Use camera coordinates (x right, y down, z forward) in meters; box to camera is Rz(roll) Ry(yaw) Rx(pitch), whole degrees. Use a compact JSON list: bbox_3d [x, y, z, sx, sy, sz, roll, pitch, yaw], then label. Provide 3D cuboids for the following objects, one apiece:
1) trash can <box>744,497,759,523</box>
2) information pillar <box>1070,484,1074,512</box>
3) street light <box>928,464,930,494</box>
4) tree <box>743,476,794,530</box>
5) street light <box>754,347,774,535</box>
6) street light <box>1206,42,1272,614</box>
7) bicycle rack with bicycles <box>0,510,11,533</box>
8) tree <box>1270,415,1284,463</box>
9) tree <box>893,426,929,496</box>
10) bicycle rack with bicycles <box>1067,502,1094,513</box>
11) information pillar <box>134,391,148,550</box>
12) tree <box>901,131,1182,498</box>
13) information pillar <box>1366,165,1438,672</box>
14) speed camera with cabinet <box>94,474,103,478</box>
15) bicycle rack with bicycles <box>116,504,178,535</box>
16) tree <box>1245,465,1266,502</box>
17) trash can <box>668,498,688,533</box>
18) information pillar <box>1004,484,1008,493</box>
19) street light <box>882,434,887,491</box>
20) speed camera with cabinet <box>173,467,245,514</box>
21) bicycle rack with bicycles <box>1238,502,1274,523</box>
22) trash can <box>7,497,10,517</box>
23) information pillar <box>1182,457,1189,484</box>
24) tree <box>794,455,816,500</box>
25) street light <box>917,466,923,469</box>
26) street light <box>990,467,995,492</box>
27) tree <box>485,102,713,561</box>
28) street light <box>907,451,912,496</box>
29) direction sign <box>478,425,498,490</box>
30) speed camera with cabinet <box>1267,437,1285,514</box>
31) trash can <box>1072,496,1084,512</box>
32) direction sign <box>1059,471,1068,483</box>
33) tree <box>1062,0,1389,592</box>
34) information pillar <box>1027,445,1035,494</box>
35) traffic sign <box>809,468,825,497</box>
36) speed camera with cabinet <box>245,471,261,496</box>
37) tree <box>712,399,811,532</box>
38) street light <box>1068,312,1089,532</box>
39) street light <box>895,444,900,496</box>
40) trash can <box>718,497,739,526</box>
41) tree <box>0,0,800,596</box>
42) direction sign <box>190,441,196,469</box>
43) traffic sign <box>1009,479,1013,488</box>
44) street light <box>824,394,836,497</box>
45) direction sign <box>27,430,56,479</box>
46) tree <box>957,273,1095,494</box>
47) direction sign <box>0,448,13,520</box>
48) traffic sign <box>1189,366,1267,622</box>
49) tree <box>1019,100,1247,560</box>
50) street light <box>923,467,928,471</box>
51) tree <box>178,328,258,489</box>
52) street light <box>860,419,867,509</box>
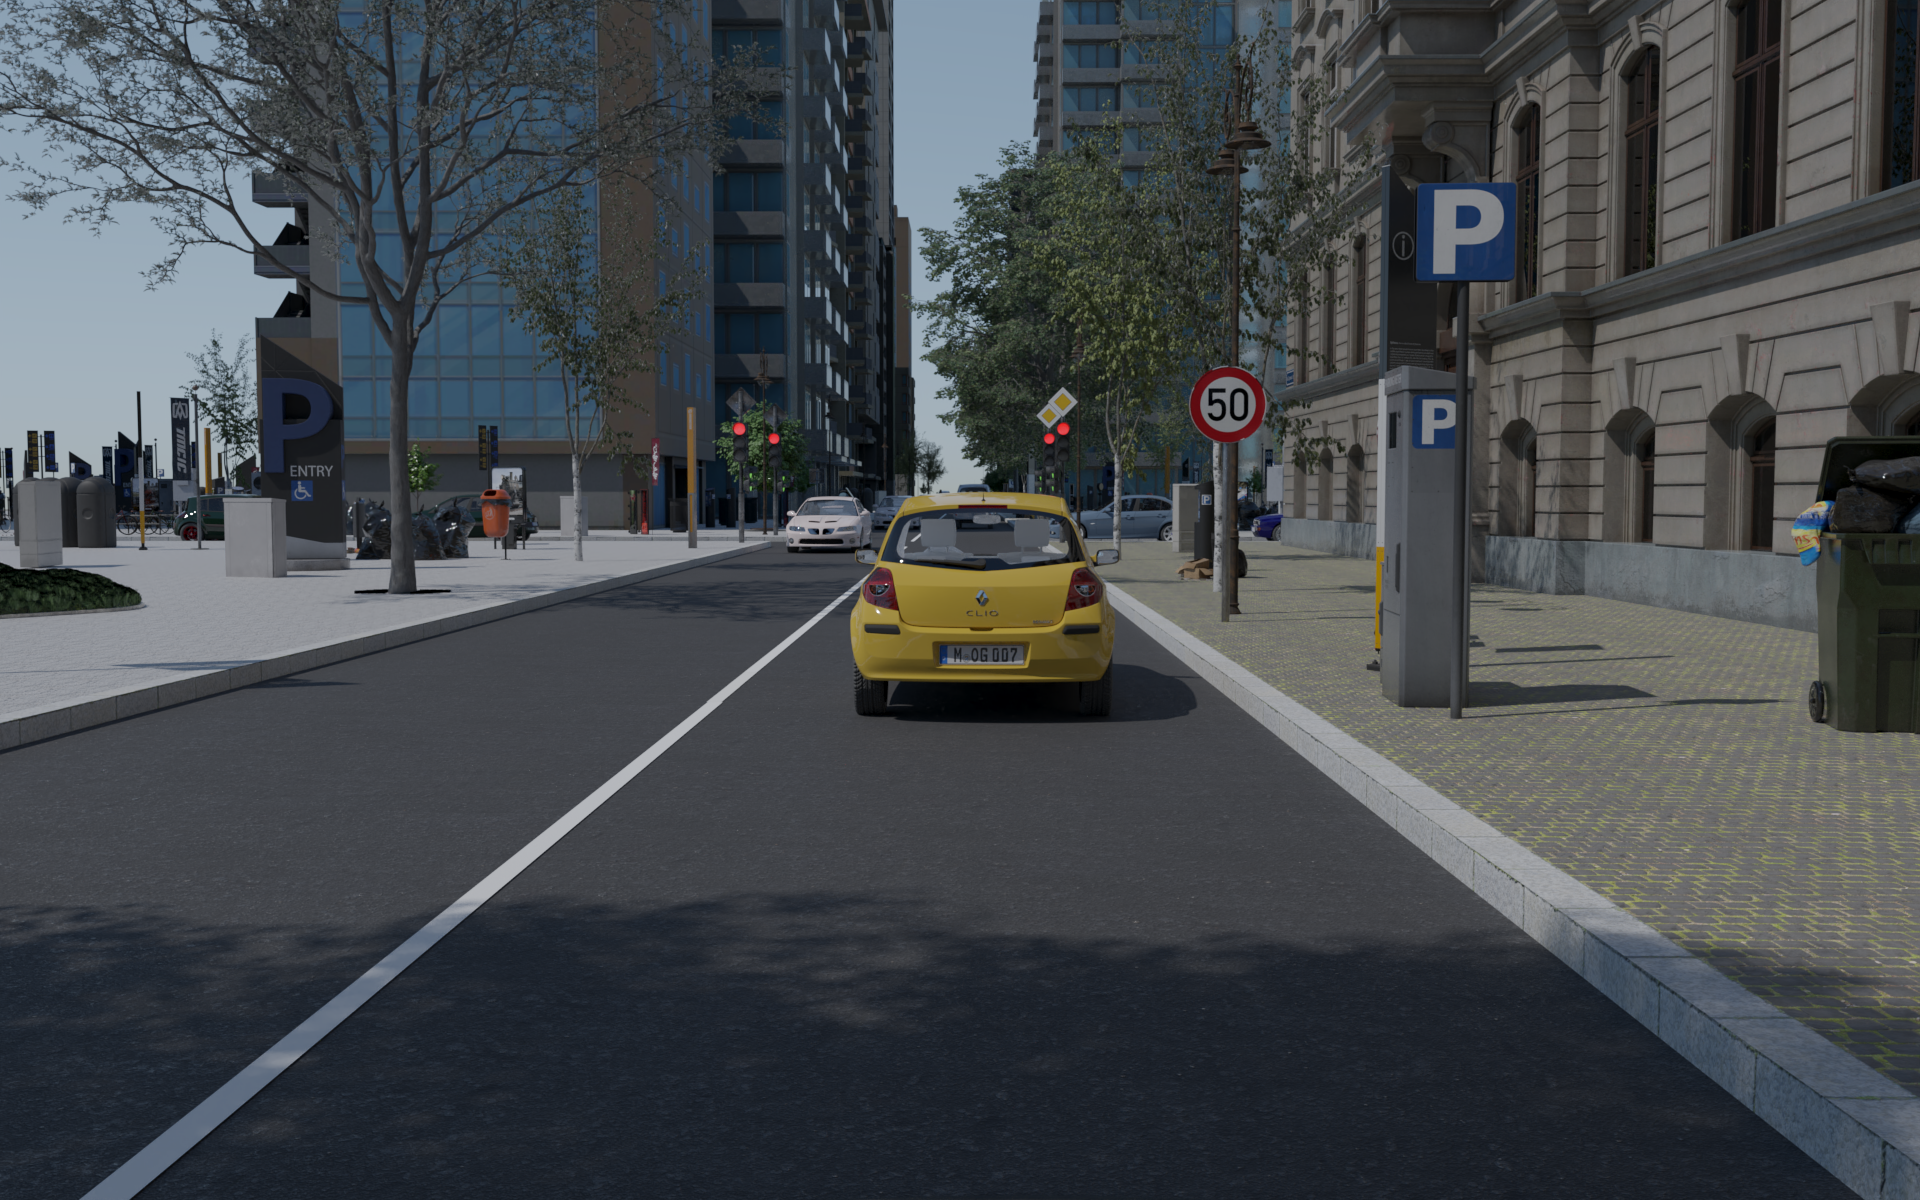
[{"bbox_3d":[-9.194,-3.931,75.931,0.748,1.137,0.748,0,3,0],"label":"trash can"},{"bbox_3d":[8.064,-7.363,124.882,0.304,2.012,0.304,1,4,8],"label":"information pillar"},{"bbox_3d":[-4.828,-17.887,265.241,0.468,5.910,1.993,0,4,0],"label":"street light"},{"bbox_3d":[-7.076,-4.152,62.488,1.663,3.219,1.824,0,3,0],"label":"tree"},{"bbox_3d":[-6.147,-4.994,54.436,0.468,5.910,1.993,0,4,0],"label":"street light"},{"bbox_3d":[2.920,-2.787,18.354,0.468,5.910,1.993,0,4,0],"label":"street light"},{"bbox_3d":[-31.100,-2.682,57.237,2.852,0.926,2.925,0,4,-7],"label":"bicycle rack with bicycles"},{"bbox_3d":[23.947,-10.570,123.183,4.737,8.622,4.395,0,3,0],"label":"tree"},{"bbox_3d":[-5.361,-14.518,187.739,4.360,8.622,3.978,0,3,0],"label":"tree"},{"bbox_3d":[4.819,-3.829,75.993,2.925,0.926,2.852,0,4,-2],"label":"bicycle rack with bicycles"},{"bbox_3d":[-18.747,-2.953,39.644,0.183,3.616,0.504,-2,4,-24],"label":"information pillar"},{"bbox_3d":[3.132,-9.415,60.594,9.857,13.997,8.962,0,3,0],"label":"tree"},{"bbox_3d":[3.229,-1.297,12.559,0.504,3.616,0.183,-2,4,-28],"label":"information pillar"},{"bbox_3d":[-39.948,-5.339,81.624,0.660,3.252,2.038,0,4,7],"label":"speed camera with cabinet"},{"bbox_3d":[-25.802,-2.544,54.968,2.925,0.926,2.852,0,4,-1],"label":"bicycle rack with bicycles"},{"bbox_3d":[19.030,-7.096,110.613,1.663,3.219,1.824,0,3,0],"label":"tree"},{"bbox_3d":[-9.327,-2.809,57.580,0.748,1.137,0.748,0,3,0],"label":"trash can"},{"bbox_3d":[3.185,-7.096,120.509,0.304,2.012,0.304,0,4,5],"label":"information pillar"},{"bbox_3d":[-5.631,-9.639,130.380,0.468,5.910,1.993,0,4,0],"label":"street light"},{"bbox_3d":[-25.536,-3.939,58.743,2.038,3.252,0.660,0,4,-6],"label":"speed camera with cabinet"},{"bbox_3d":[13.116,-3.837,76.124,2.852,0.926,2.925,1,4,22],"label":"bicycle rack with bicycles"},{"bbox_3d":[-53.068,-5.227,97.120,0.748,1.137,0.748,0,3,0],"label":"trash can"},{"bbox_3d":[14.251,-7.211,109.262,0.504,3.616,0.183,3,4,37],"label":"information pillar"},{"bbox_3d":[-7.022,-4.663,70.835,1.663,3.219,1.824,0,3,0],"label":"tree"},{"bbox_3d":[-5.176,-14.725,213.533,0.468,5.910,1.993,0,4,0],"label":"street light"},{"bbox_3d":[4.261,-16.049,235.181,0.468,5.910,1.993,0,4,0],"label":"street light"},{"bbox_3d":[-7.086,-5.037,32.714,4.360,8.622,3.978,0,3,0],"label":"tree"},{"bbox_3d":[-5.331,-12.801,182.088,0.468,5.910,1.993,0,4,0],"label":"street light"},{"bbox_3d":[-15.569,-3.990,57.227,0.379,3.537,0.876,2,4,28],"label":"direction sign"},{"bbox_3d":[10.586,-3.785,56.226,0.660,3.252,2.038,2,4,31],"label":"speed camera with cabinet"},{"bbox_3d":[7.062,-5.615,103.453,0.748,1.137,0.748,0,3,0],"label":"trash can"},{"bbox_3d":[7.005,-7.716,118.154,0.876,3.537,0.379,2,4,35],"label":"direction sign"},{"bbox_3d":[3.381,-4.398,22.271,4.360,8.622,3.978,0,3,0],"label":"tree"},{"bbox_3d":[3.008,-5.020,73.435,0.183,3.616,0.504,2,4,35],"label":"information pillar"},{"bbox_3d":[-5.636,-4.044,68.249,0.606,2.300,0.079,0,4,4],"label":"traffic sign"},{"bbox_3d":[-29.087,-4.653,70.404,2.038,3.252,0.660,0,4,-7],"label":"speed camera with cabinet"},{"bbox_3d":[-6.813,-4.647,59.696,4.285,4.588,4.351,0,3,0],"label":"tree"},{"bbox_3d":[3.036,-4.368,44.208,0.468,5.910,1.993,0,4,0],"label":"street light"},{"bbox_3d":[-5.591,-11.220,156.235,0.468,5.910,1.993,0,4,0],"label":"street light"},{"bbox_3d":[-9.534,-3.605,70.591,0.748,1.137,0.748,0,3,0],"label":"trash can"},{"bbox_3d":[-7.260,-6.836,22.134,12.009,13.543,11.850,0,3,0],"label":"tree"},{"bbox_3d":[-33.106,-5.050,74.560,0.876,3.537,0.379,2,4,32],"label":"direction sign"},{"bbox_3d":[3.625,-7.075,117.803,0.606,2.300,0.079,0,4,1],"label":"traffic sign"},{"bbox_3d":[-6.034,-6.575,80.290,0.468,5.910,1.993,0,4,0],"label":"street light"},{"bbox_3d":[-32.670,-4.261,61.663,0.876,3.537,0.379,-1,4,-21],"label":"direction sign"},{"bbox_3d":[3.260,-10.221,85.233,7.486,12.596,7.792,0,3,0],"label":"tree"},{"bbox_3d":[-46.601,-5.652,84.410,0.379,3.537,0.876,3,4,37],"label":"direction sign"},{"bbox_3d":[2.663,-1.052,17.301,0.768,2.556,0.104,0,4,3],"label":"traffic sign"},{"bbox_3d":[3.295,-5.079,33.402,4.737,8.622,4.395,0,3,0],"label":"tree"},{"bbox_3d":[-4.998,-16.306,239.387,0.468,5.910,1.993,0,4,0],"label":"street light"},{"bbox_3d":[-32.660,-7.795,77.804,4.737,8.622,4.395,0,3,0],"label":"tree"},{"bbox_3d":[-5.934,-8.199,106.835,0.468,5.910,1.993,0,4,0],"label":"street light"}]
